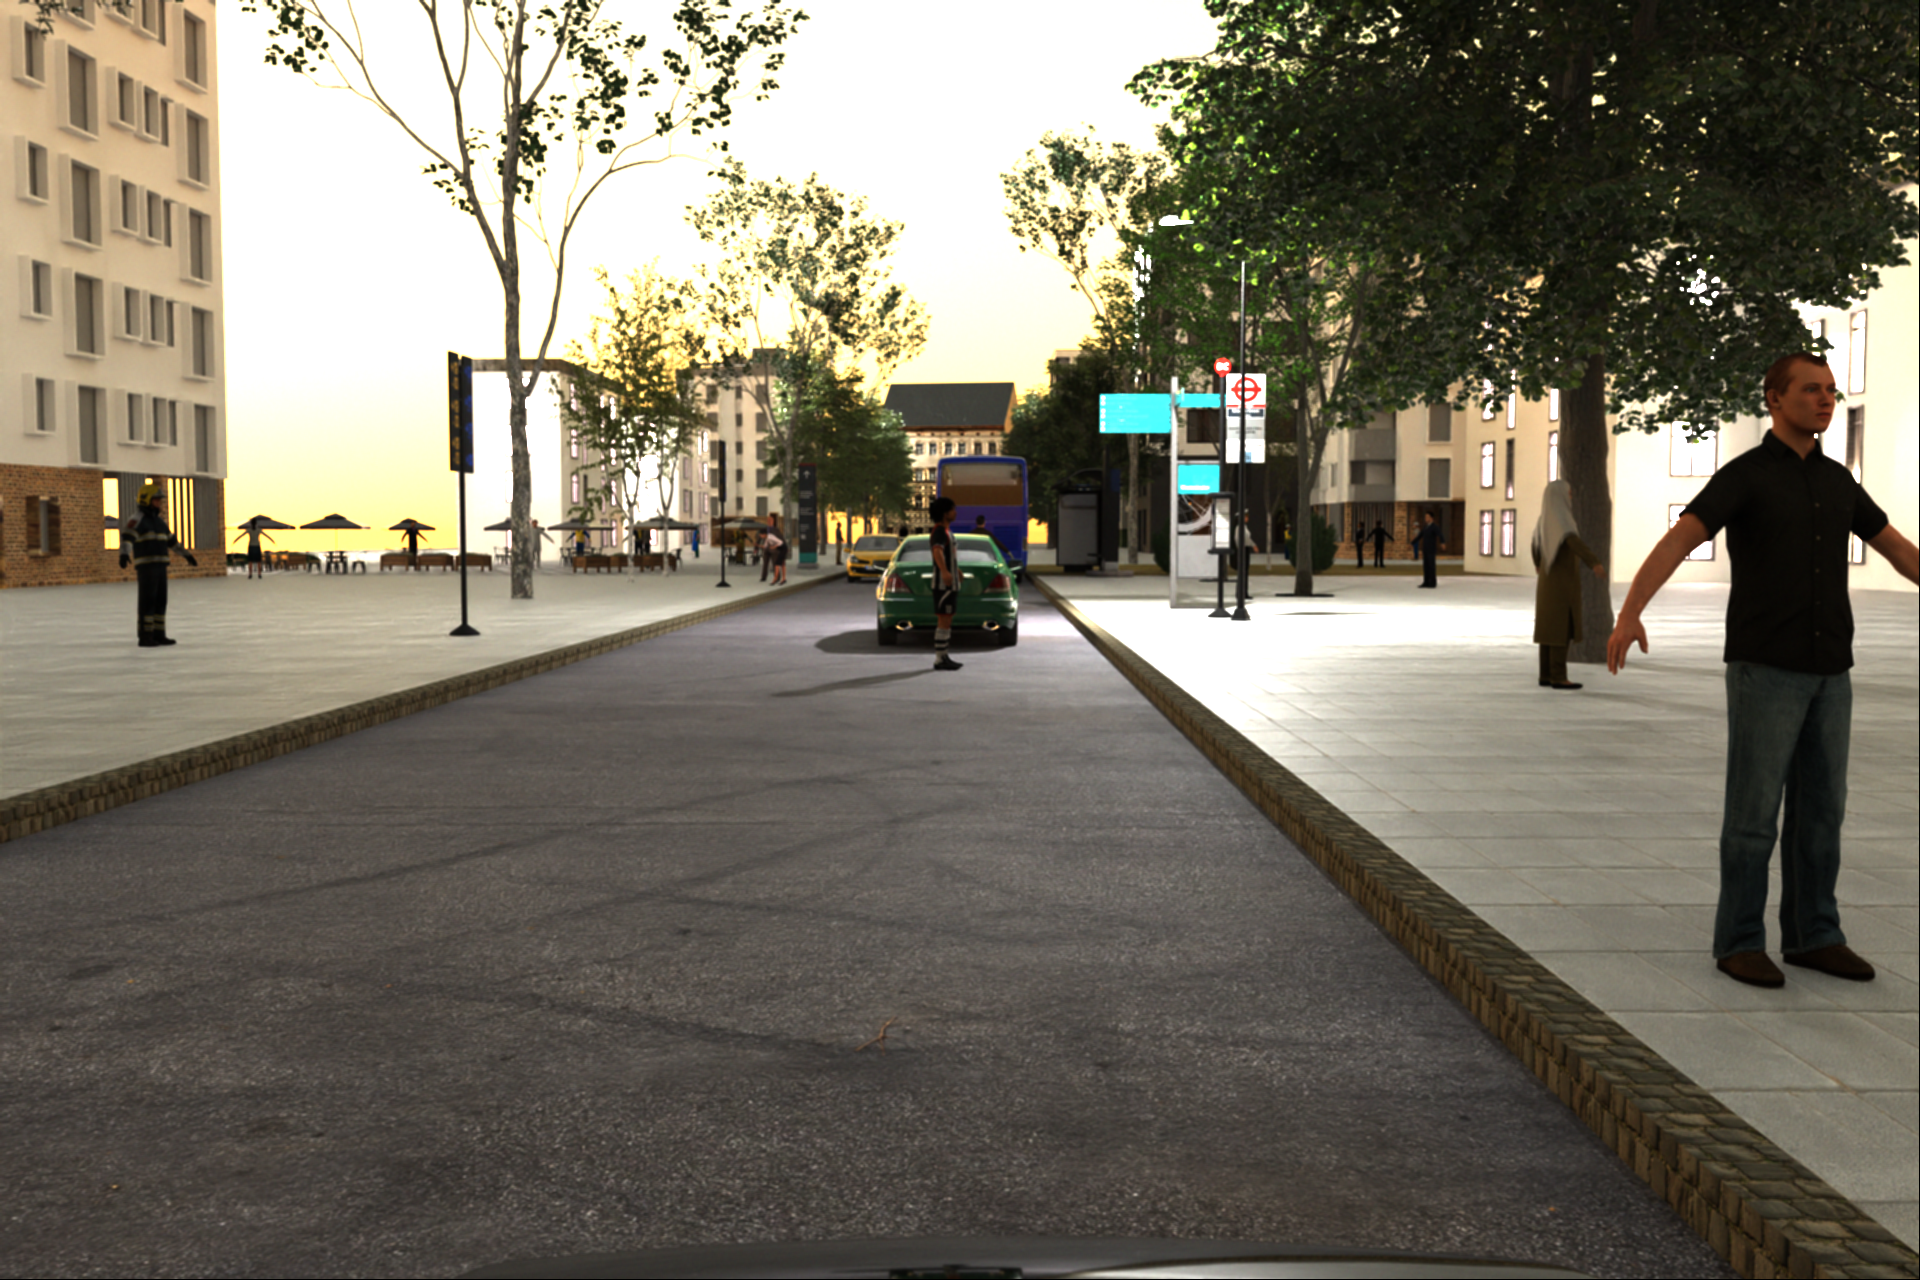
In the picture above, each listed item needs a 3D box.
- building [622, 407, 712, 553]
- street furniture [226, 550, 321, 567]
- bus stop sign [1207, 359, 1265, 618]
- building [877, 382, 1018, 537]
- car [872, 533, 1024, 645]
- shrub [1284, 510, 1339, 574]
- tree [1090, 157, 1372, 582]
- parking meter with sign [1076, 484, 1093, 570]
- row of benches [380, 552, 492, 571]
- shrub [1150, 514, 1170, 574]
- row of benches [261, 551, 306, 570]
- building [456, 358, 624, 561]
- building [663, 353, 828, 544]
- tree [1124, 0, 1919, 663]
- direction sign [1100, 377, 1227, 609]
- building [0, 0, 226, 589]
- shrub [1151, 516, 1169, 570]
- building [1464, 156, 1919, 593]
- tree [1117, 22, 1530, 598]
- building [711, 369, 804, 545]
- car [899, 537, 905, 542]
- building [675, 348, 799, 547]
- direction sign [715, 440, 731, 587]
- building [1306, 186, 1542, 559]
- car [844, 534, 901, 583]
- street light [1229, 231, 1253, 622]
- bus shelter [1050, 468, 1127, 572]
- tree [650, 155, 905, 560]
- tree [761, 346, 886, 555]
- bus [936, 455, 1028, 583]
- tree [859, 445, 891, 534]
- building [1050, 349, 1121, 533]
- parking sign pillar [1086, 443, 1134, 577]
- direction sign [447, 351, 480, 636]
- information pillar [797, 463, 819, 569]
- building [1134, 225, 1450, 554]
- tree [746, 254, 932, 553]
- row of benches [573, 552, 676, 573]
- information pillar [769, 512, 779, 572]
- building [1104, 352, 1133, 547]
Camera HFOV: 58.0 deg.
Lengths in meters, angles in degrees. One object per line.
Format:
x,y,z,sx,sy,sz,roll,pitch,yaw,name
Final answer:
-22.924,-11.401,128.549,9.099,9.664,28.070,0,4,0,building
-29.545,-3.403,71.261,5.734,0.657,10.072,-1,4,-14,street furniture
4.216,-2.309,26.450,0.855,3.939,0.416,0,4,1,bus stop sign
-1.128,-25.462,249.682,18.063,23.208,19.493,1,4,10,building
-0.166,-0.730,23.738,2.131,1.459,4.920,0,4,0,car
11.232,-3.134,55.287,1.661,2.075,1.752,0,3,0,shrub
7.204,-7.374,46.320,9.928,11.665,9.643,0,3,0,tree
4.358,-3.894,59.929,0.543,3.016,1.738,0,4,-1,parking meter with sign
-18.321,-2.741,60.284,4.104,0.672,1.422,1,4,13,row of benches
6.829,-3.059,54.053,1.661,2.075,1.752,0,3,0,shrub
-24.744,-2.919,63.195,1.422,0.672,4.104,-3,4,-36,row of benches
-23.257,-9.469,96.958,9.099,9.664,28.070,0,4,1,building
-26.891,-23.694,218.332,19.493,23.208,18.063,0,4,2,building
6.291,-6.751,17.041,9.857,13.997,8.962,0,3,0,tree
3.632,-2.458,28.947,2.525,3.948,1.411,0,4,1,direction sign
-27.465,-11.186,39.314,16.016,20.090,11.380,0,4,1,building
7.434,-3.407,60.127,1.690,2.028,1.600,0,3,0,shrub
21.748,-6.329,45.628,9.099,9.664,28.070,0,4,0,building
7.235,-6.700,35.302,9.928,11.665,9.643,0,3,0,tree
-23.716,-20.655,194.131,16.016,20.090,11.380,0,4,0,building
-1.906,-2.901,60.007,1.945,1.354,3.894,0,4,0,car
-22.915,-19.598,176.847,16.016,20.090,11.380,0,4,2,building
-5.765,-3.062,42.054,0.379,3.537,0.876,0,4,1,direction sign
25.018,-14.886,99.809,16.016,20.090,11.380,0,4,0,building
-2.458,-2.569,52.228,2.015,1.641,3.980,0,4,1,car
4.685,-3.231,25.372,1.470,5.913,1.316,0,4,1,street light
4.055,-3.782,55.752,2.014,3.302,5.546,0,4,-1,bus shelter
-9.225,-14.132,86.955,12.611,20.169,13.585,0,3,0,tree
-8.400,-11.454,105.396,7.486,12.596,7.792,0,3,0,tree
0.660,-3.773,53.242,2.896,3.916,12.251,0,4,1,bus
-7.029,-11.679,141.319,4.360,8.622,3.978,0,3,0,tree
24.582,-22.257,207.881,27.936,21.610,32.646,0,4,0,building
4.522,-3.893,52.121,1.447,3.967,1.447,0,4,0,parking sign pillar
-6.297,-1.830,21.914,0.379,3.537,0.876,0,4,2,direction sign
-5.585,-4.542,63.637,0.750,3.857,0.750,0,3,0,information pillar
26.655,-17.431,128.972,27.936,21.610,32.646,0,4,1,building
-9.117,-16.091,118.973,12.611,20.169,13.585,0,3,0,tree
-11.246,-2.639,58.606,1.422,0.672,4.104,3,5,39,row of benches
-6.325,-3.329,58.923,0.304,2.012,0.304,0,4,1,information pillar
24.078,-18.898,175.433,16.747,18.905,31.486,0,4,1,building
